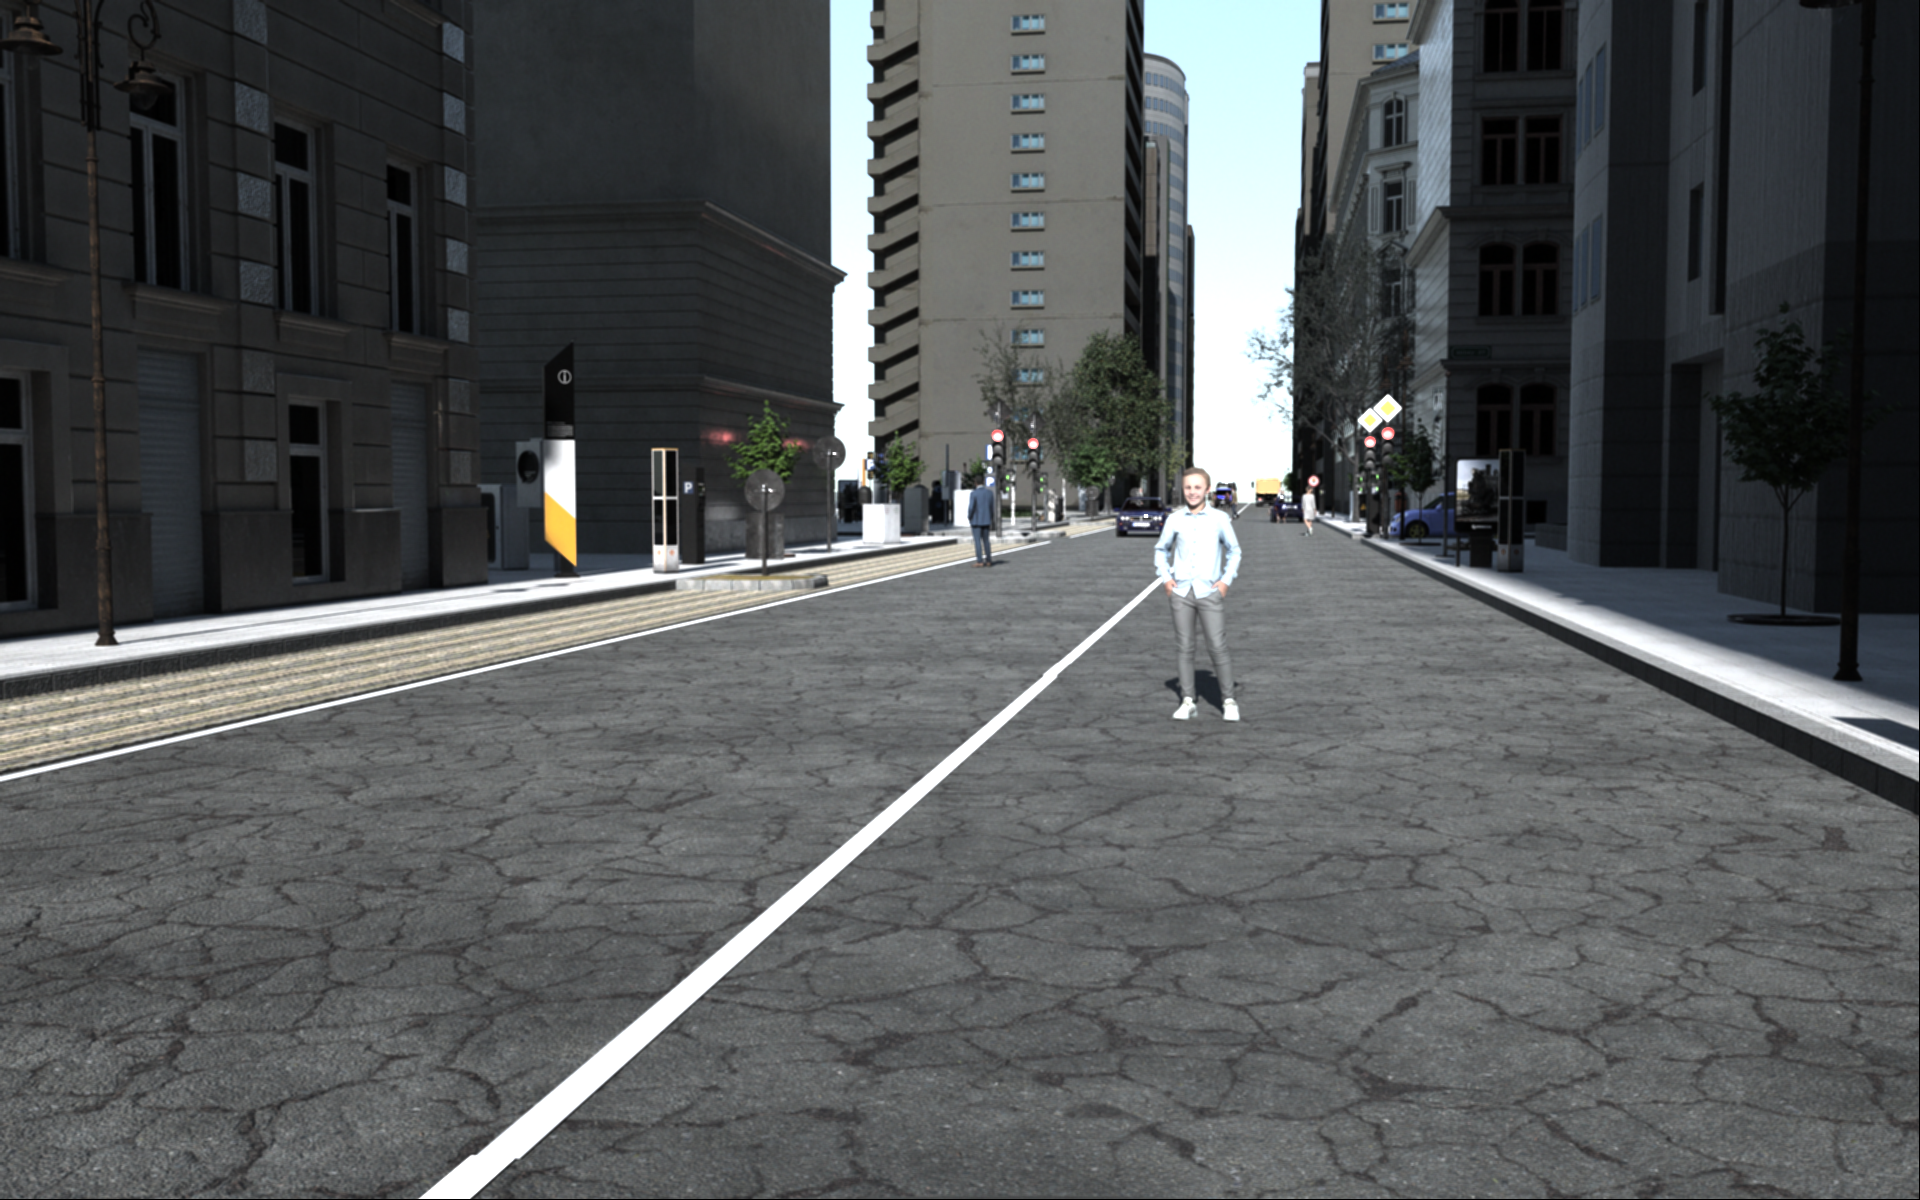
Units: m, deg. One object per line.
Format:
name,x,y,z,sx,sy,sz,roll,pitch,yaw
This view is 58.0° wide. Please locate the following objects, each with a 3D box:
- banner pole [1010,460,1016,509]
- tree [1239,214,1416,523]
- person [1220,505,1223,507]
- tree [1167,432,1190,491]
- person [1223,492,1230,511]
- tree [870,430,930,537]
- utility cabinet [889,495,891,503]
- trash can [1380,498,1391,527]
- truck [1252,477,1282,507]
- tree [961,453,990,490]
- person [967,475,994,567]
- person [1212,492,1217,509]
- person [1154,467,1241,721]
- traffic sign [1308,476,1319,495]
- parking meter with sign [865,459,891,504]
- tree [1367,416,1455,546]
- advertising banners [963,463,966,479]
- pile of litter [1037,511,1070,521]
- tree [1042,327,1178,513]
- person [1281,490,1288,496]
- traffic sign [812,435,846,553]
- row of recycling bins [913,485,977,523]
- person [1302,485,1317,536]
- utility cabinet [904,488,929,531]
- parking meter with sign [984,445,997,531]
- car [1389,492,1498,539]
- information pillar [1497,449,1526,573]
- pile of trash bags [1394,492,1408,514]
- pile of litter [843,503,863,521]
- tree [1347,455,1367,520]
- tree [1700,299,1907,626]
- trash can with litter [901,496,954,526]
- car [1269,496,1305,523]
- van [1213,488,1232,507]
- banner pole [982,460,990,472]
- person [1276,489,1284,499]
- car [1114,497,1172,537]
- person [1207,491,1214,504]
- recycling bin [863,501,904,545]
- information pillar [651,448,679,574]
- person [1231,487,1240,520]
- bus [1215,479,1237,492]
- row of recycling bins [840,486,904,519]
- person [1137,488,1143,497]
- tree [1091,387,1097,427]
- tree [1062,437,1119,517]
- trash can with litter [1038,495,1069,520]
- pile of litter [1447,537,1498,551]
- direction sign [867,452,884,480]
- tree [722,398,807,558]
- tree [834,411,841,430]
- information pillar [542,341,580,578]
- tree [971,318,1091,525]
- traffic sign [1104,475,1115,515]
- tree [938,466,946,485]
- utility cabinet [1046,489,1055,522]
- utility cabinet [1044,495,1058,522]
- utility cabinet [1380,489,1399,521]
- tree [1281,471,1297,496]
banner pole,3.846,-8.310,125.885,0.401,3.779,0.863,-2,4,-31
tree,17.541,-10.188,76.939,12.009,13.543,11.850,0,3,0
person,29.183,-11.278,193.608,0.721,1.735,1.217,3,5,44
tree,24.892,-15.470,203.293,4.737,8.622,4.395,0,3,0
person,22.497,-8.329,146.153,0.593,1.643,0.415,-1,4,-9
tree,-1.973,-3.527,52.261,1.663,3.219,1.824,0,3,0
utility cabinet,-5.187,-6.439,116.433,1.020,1.237,0.306,-1,4,-9
trash can,16.665,-3.471,68.407,0.748,1.137,0.748,0,3,0
truck,35.446,-12.462,199.674,3.469,3.379,9.791,1,4,8
tree,0.756,-5.327,81.699,1.663,3.219,1.824,0,3,0
person,0.426,-1.548,33.991,0.721,1.800,0.419,-3,5,-41
person,21.232,-8.219,144.344,0.415,1.643,0.593,-1,4,-17
person,1.510,-0.045,11.044,0.589,1.601,0.330,2,4,25
traffic sign,24.271,-7.262,118.842,0.768,2.556,0.104,1,4,19
parking meter with sign,-3.958,-5.469,85.685,0.543,3.016,1.738,-3,4,-38
tree,11.427,-2.988,43.460,1.663,3.219,1.824,0,3,0
advertising banners,0.470,-6.249,98.362,0.090,3.025,2.074,1,4,16
pile of litter,4.862,-4.578,88.811,1.719,0.858,1.176,0,4,6
tree,10.231,-12.331,118.614,9.611,12.733,9.660,0,3,0
person,29.259,-9.015,156.431,0.750,1.759,0.617,-1,4,-12
traffic sign,-2.848,-2.294,37.619,0.768,2.556,0.104,1,4,14
row of recycling bins,-0.477,-4.275,77.017,3.534,1.692,1.069,1,4,11
person,12.032,-3.079,59.584,0.466,1.731,0.760,-1,4,-10
utility cabinet,-1.492,-3.110,59.533,0.318,1.500,1.173,-2,4,-33
parking meter with sign,1.066,-3.916,60.289,0.543,3.016,1.738,0,4,8
car,14.967,-2.637,52.709,3.694,1.707,1.945,1,4,9
information pillar,9.040,-1.462,28.395,0.304,2.012,0.304,-1,4,-22
pile of trash bags,21.027,-4.163,77.817,1.912,1.369,3.447,-3,5,-45
pile of litter,-5.175,-4.251,83.472,1.176,0.858,1.719,2,4,27
tree,19.975,-5.577,85.787,1.663,3.219,1.824,0,3,0
tree,8.197,-1.392,17.354,1.663,3.219,1.824,0,3,0
trash can with litter,-1.140,-3.891,74.667,1.678,1.210,2.233,-3,5,-40
car,16.783,-4.646,88.544,1.945,1.354,3.894,1,4,8
van,28.855,-11.293,189.030,2.240,2.365,5.245,1,4,12
banner pole,1.705,-7.673,115.462,0.863,3.779,0.401,0,4,-8
person,21.072,-6.445,114.270,0.834,1.777,0.661,-3,5,-44
car,6.241,-2.837,58.972,1.945,1.354,3.894,0,4,8
person,29.737,-11.926,203.486,1.348,1.824,0.705,1,4,16
recycling bin,-2.005,-1.944,44.346,0.722,1.027,0.722,3,5,40
information pillar,-4.761,-1.437,27.995,0.304,2.012,0.304,3,4,39
person,15.455,-5.456,97.618,0.836,1.842,0.656,-3,5,-42
bus,36.432,-14.794,236.739,2.948,3.499,13.247,1,4,9
row of recycling bins,-4.390,-4.982,88.572,3.534,1.692,1.069,0,4,1
person,9.980,-5.287,95.338,0.834,1.777,0.661,1,4,12
tree,5.298,-8.576,90.574,4.360,8.622,3.978,0,3,0
tree,7.400,-7.044,98.881,4.285,4.588,4.351,0,3,0
trash can with litter,4.632,-4.619,86.574,2.233,1.210,1.678,-3,5,-44
pile of litter,11.776,-1.560,39.477,1.176,0.858,1.719,0,4,-5
direction sign,-4.506,-6.137,92.339,0.876,3.537,0.379,0,4,-8
tree,-4.008,-2.483,35.204,1.663,3.219,1.824,0,3,0
tree,-9.129,-9.093,99.028,4.360,8.622,3.978,0,3,0
information pillar,-6.108,-2.147,26.466,0.504,3.616,0.183,-2,4,-34
tree,2.389,-7.443,72.059,4.360,8.622,3.978,0,3,0
traffic sign,9.223,-6.554,107.261,0.768,2.556,0.104,1,4,16
tree,-1.077,-7.715,120.737,1.663,3.219,1.824,0,3,0
utility cabinet,4.055,-4.238,77.962,0.318,1.500,1.173,0,4,-3
utility cabinet,4.193,-4.198,79.798,0.306,1.237,1.020,-1,4,-19
utility cabinet,20.308,-4.509,82.404,0.318,1.500,1.173,-3,4,-37
tree,42.162,-14.392,219.024,4.285,4.588,4.351,0,3,0
